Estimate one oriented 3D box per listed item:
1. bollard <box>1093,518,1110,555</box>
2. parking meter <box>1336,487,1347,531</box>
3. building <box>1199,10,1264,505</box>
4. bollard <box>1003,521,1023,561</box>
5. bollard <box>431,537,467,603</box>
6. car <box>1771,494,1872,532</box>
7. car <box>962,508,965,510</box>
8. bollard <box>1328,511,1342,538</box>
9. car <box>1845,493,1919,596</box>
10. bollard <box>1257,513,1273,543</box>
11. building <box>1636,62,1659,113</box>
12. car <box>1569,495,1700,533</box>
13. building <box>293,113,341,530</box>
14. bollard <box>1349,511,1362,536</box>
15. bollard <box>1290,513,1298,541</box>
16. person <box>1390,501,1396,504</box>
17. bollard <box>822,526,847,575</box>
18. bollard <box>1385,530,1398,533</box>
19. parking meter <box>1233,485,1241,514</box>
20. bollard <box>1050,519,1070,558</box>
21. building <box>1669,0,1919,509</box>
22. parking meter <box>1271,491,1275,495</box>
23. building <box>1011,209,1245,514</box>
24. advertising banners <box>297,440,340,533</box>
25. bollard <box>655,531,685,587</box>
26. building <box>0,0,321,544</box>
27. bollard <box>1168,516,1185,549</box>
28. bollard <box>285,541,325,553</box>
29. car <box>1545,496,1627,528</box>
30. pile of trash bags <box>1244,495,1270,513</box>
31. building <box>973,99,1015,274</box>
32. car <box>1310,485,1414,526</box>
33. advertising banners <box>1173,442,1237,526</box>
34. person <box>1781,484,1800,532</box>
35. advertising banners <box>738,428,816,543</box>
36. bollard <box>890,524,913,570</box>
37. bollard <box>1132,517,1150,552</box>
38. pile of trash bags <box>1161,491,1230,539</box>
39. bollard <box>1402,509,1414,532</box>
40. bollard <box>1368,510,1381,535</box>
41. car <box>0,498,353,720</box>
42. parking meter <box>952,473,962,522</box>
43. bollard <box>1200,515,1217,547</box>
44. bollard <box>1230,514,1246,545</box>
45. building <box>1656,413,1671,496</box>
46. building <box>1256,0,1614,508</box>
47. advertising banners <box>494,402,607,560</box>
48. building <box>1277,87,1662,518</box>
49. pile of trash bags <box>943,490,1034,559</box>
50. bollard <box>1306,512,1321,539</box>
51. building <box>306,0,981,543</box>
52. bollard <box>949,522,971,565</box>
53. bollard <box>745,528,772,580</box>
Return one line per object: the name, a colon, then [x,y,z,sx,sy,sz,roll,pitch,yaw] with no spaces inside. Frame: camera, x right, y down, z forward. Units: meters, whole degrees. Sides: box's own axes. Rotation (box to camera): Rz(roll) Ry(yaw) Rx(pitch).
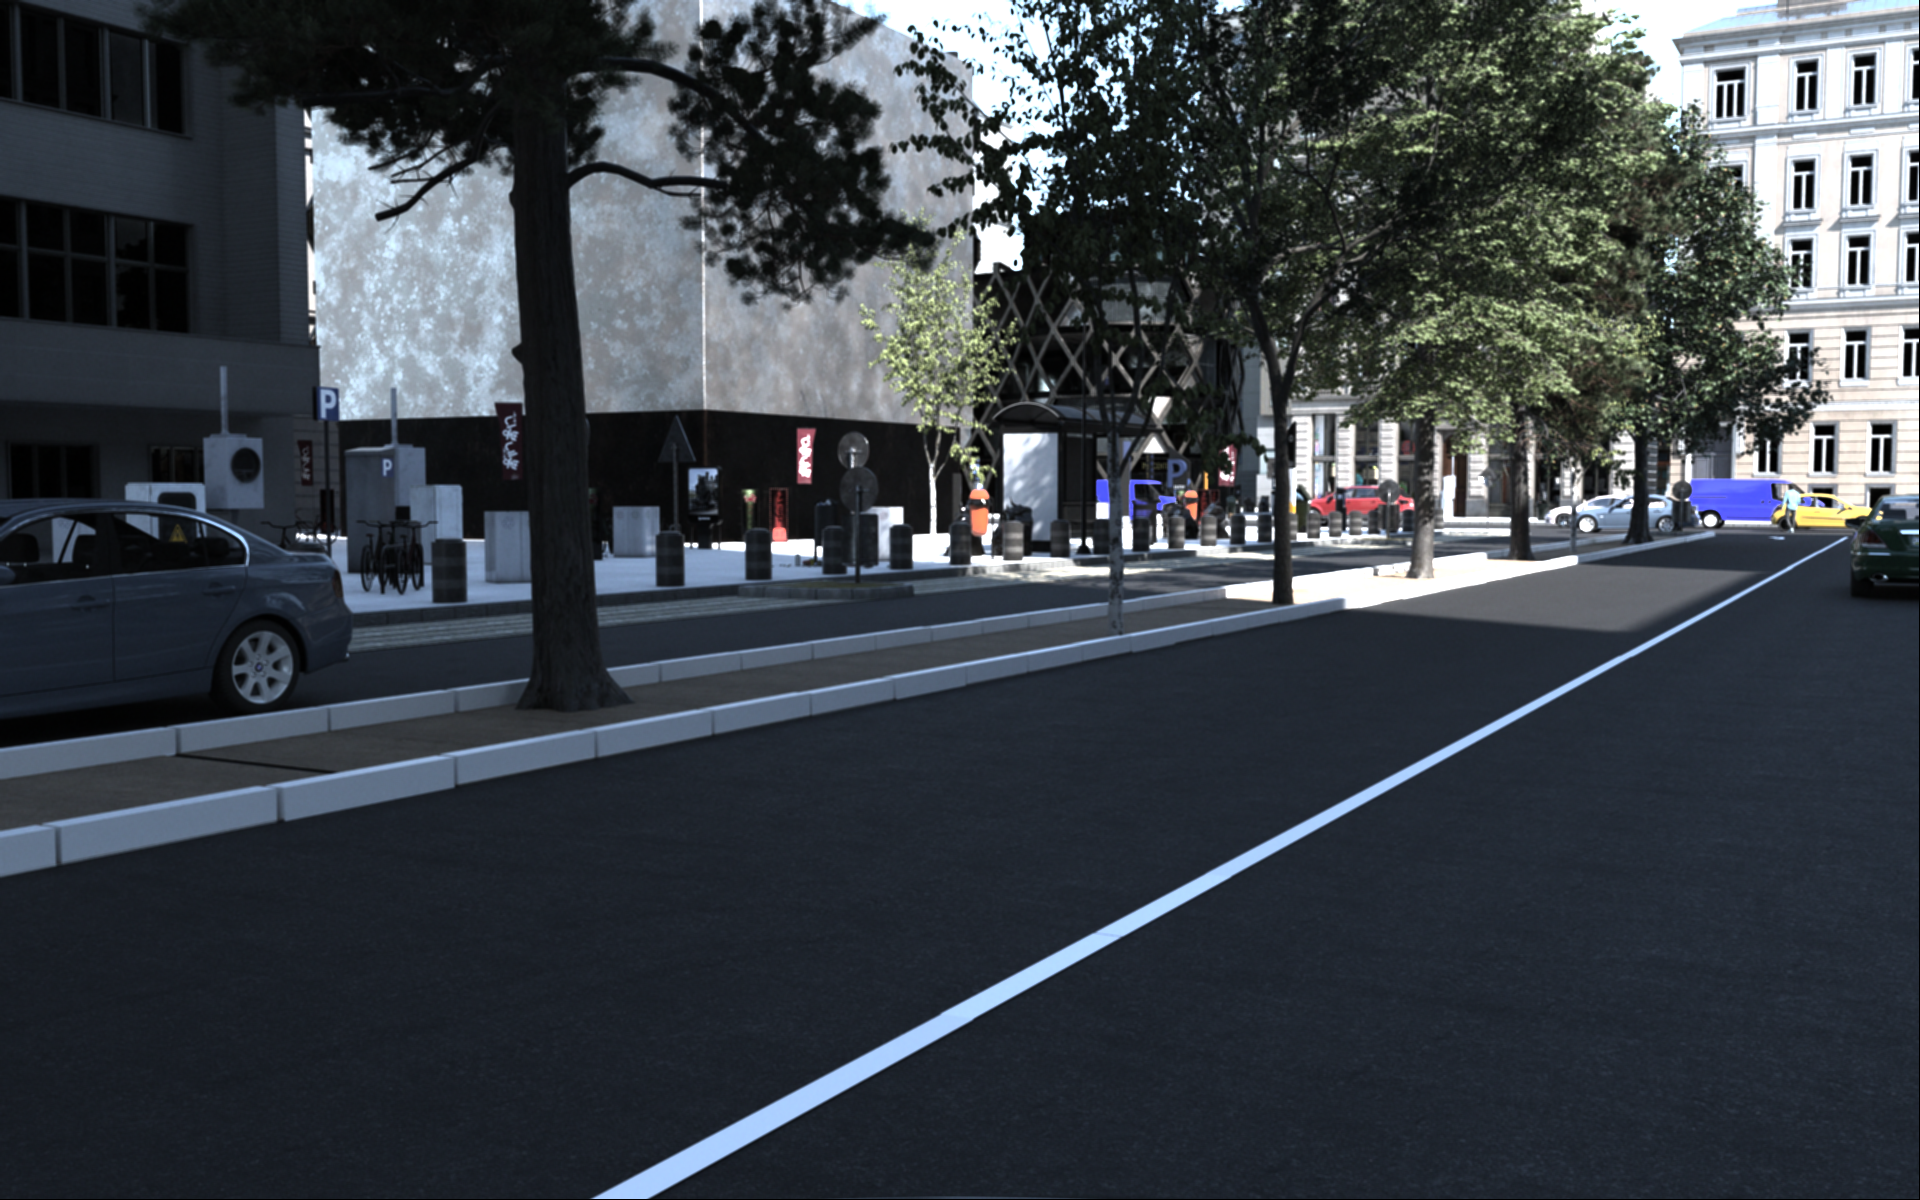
bollard: [3.030,-1.351,36.808,0.404,0.777,0.398,0,3,0]
parking meter: [13.240,-3.166,60.179,0.372,1.533,0.369,0,3,0]
building: [42.977,-40.499,204.158,28.212,58.520,21.231,2,4,29]
bollard: [1.016,-1.131,33.203,0.404,0.777,0.398,0,3,0]
bollard: [-6.055,-0.356,20.539,0.404,0.777,0.398,0,3,0]
car: [33.008,-3.399,65.804,3.980,1.641,2.015,2,4,29]
car: [-1.080,-4.345,83.405,4.827,1.381,2.083,2,4,31]
bollard: [11.108,-2.236,51.269,0.404,0.777,0.398,0,3,0]
car: [14.013,-0.817,25.155,2.131,1.459,4.920,2,4,29]
bollard: [8.070,-1.903,45.834,0.404,0.777,0.398,0,3,0]
building: [65.139,-34.786,192.459,21.600,48.544,21.300,2,4,29]
car: [24.840,-3.171,63.844,4.499,1.417,2.014,2,4,30]
building: [-32.298,-13.911,69.242,24.055,21.916,13.314,2,4,29]
bollard: [12.119,-2.346,53.076,0.404,0.777,0.398,0,3,0]
bollard: [9.088,-2.015,47.654,0.404,0.777,0.398,0,3,0]
person: [16.413,-3.495,66.217,0.480,1.755,0.524,2,4,34]
bollard: [-2.011,-0.799,27.774,0.404,0.777,0.398,0,3,0]
bollard: [14.130,-2.567,56.692,0.404,0.777,0.398,0,3,0]
parking meter: [16.982,-6.142,106.130,0.399,1.863,0.255,-1,4,-13]
bollard: [2.028,-1.241,35.004,0.404,0.777,0.398,0,3,0]
building: [48.203,-18.580,89.683,20.117,28.700,13.634,2,4,29]
parking meter: [20.258,-6.322,111.778,0.372,1.533,0.369,0,3,0]
building: [9.580,-15.006,112.804,16.811,18.784,16.820,2,4,29]
advertising banners: [-20.757,-3.710,56.846,0.090,3.025,2.074,3,5,40]
bollard: [-4.041,-0.577,24.145,0.404,0.777,0.398,0,3,0]
building: [-25.429,-12.523,23.819,14.314,24.678,30.058,2,4,29]
bollard: [5.048,-1.572,40.416,0.404,0.777,0.398,0,3,0]
bollard: [-7.070,-0.245,18.721,0.404,0.777,0.398,0,3,0]
car: [27.404,-3.751,73.690,4.827,1.381,2.083,2,4,29]
pile of trash bags: [20.111,-6.824,121.316,3.447,1.369,1.912,1,4,22]
building: [-12.012,-21.045,121.585,29.804,29.767,11.434,2,4,29]
car: [17.470,-4.165,76.765,5.304,1.827,2.281,2,4,28]
advertising banners: [8.162,-3.788,58.117,2.074,3.025,0.090,1,4,23]
person: [31.142,-3.447,64.884,0.660,1.820,0.620,0,4,-5]
advertising banners: [-4.820,-3.030,45.732,2.074,3.025,0.090,-1,4,-13]
bollard: [-1.002,-0.909,29.587,0.404,0.777,0.398,0,3,0]
bollard: [4.037,-1.461,38.611,0.404,0.777,0.398,0,3,0]
pile of trash bags: [6.822,-2.499,50.614,1.912,1.369,3.447,0,4,3]
bollard: [15.140,-2.677,58.492,0.404,0.777,0.398,0,3,0]
bollard: [13.125,-2.457,54.883,0.404,0.777,0.398,0,3,0]
car: [-5.884,0.089,10.548,2.014,1.417,4.499,2,4,29]
parking meter: [-0.088,-2.653,49.090,0.255,1.863,0.399,0,4,2]
bollard: [6.057,-1.682,42.220,0.404,0.777,0.398,0,3,0]
bollard: [7.062,-1.792,44.023,0.404,0.777,0.398,0,3,0]
building: [101.772,-24.793,250.402,28.899,21.520,27.650,2,4,29]
building: [45.945,-35.219,165.063,28.713,52.752,27.495,2,4,29]
advertising banners: [-7.866,-2.272,33.334,2.074,3.025,0.090,-1,4,-17]
building: [29.256,-16.466,98.098,19.941,23.489,11.050,2,4,29]
pile of trash bags: [0.557,-1.592,35.789,1.912,1.369,3.447,0,4,6]
bollard: [10.101,-2.125,49.462,0.404,0.777,0.398,0,3,0]
building: [-9.809,-11.510,55.633,16.811,18.784,16.820,2,4,29]
bollard: [0.007,-1.020,31.392,0.404,0.777,0.398,0,3,0]
bollard: [-3.022,-0.688,25.967,0.404,0.777,0.398,0,3,0]
